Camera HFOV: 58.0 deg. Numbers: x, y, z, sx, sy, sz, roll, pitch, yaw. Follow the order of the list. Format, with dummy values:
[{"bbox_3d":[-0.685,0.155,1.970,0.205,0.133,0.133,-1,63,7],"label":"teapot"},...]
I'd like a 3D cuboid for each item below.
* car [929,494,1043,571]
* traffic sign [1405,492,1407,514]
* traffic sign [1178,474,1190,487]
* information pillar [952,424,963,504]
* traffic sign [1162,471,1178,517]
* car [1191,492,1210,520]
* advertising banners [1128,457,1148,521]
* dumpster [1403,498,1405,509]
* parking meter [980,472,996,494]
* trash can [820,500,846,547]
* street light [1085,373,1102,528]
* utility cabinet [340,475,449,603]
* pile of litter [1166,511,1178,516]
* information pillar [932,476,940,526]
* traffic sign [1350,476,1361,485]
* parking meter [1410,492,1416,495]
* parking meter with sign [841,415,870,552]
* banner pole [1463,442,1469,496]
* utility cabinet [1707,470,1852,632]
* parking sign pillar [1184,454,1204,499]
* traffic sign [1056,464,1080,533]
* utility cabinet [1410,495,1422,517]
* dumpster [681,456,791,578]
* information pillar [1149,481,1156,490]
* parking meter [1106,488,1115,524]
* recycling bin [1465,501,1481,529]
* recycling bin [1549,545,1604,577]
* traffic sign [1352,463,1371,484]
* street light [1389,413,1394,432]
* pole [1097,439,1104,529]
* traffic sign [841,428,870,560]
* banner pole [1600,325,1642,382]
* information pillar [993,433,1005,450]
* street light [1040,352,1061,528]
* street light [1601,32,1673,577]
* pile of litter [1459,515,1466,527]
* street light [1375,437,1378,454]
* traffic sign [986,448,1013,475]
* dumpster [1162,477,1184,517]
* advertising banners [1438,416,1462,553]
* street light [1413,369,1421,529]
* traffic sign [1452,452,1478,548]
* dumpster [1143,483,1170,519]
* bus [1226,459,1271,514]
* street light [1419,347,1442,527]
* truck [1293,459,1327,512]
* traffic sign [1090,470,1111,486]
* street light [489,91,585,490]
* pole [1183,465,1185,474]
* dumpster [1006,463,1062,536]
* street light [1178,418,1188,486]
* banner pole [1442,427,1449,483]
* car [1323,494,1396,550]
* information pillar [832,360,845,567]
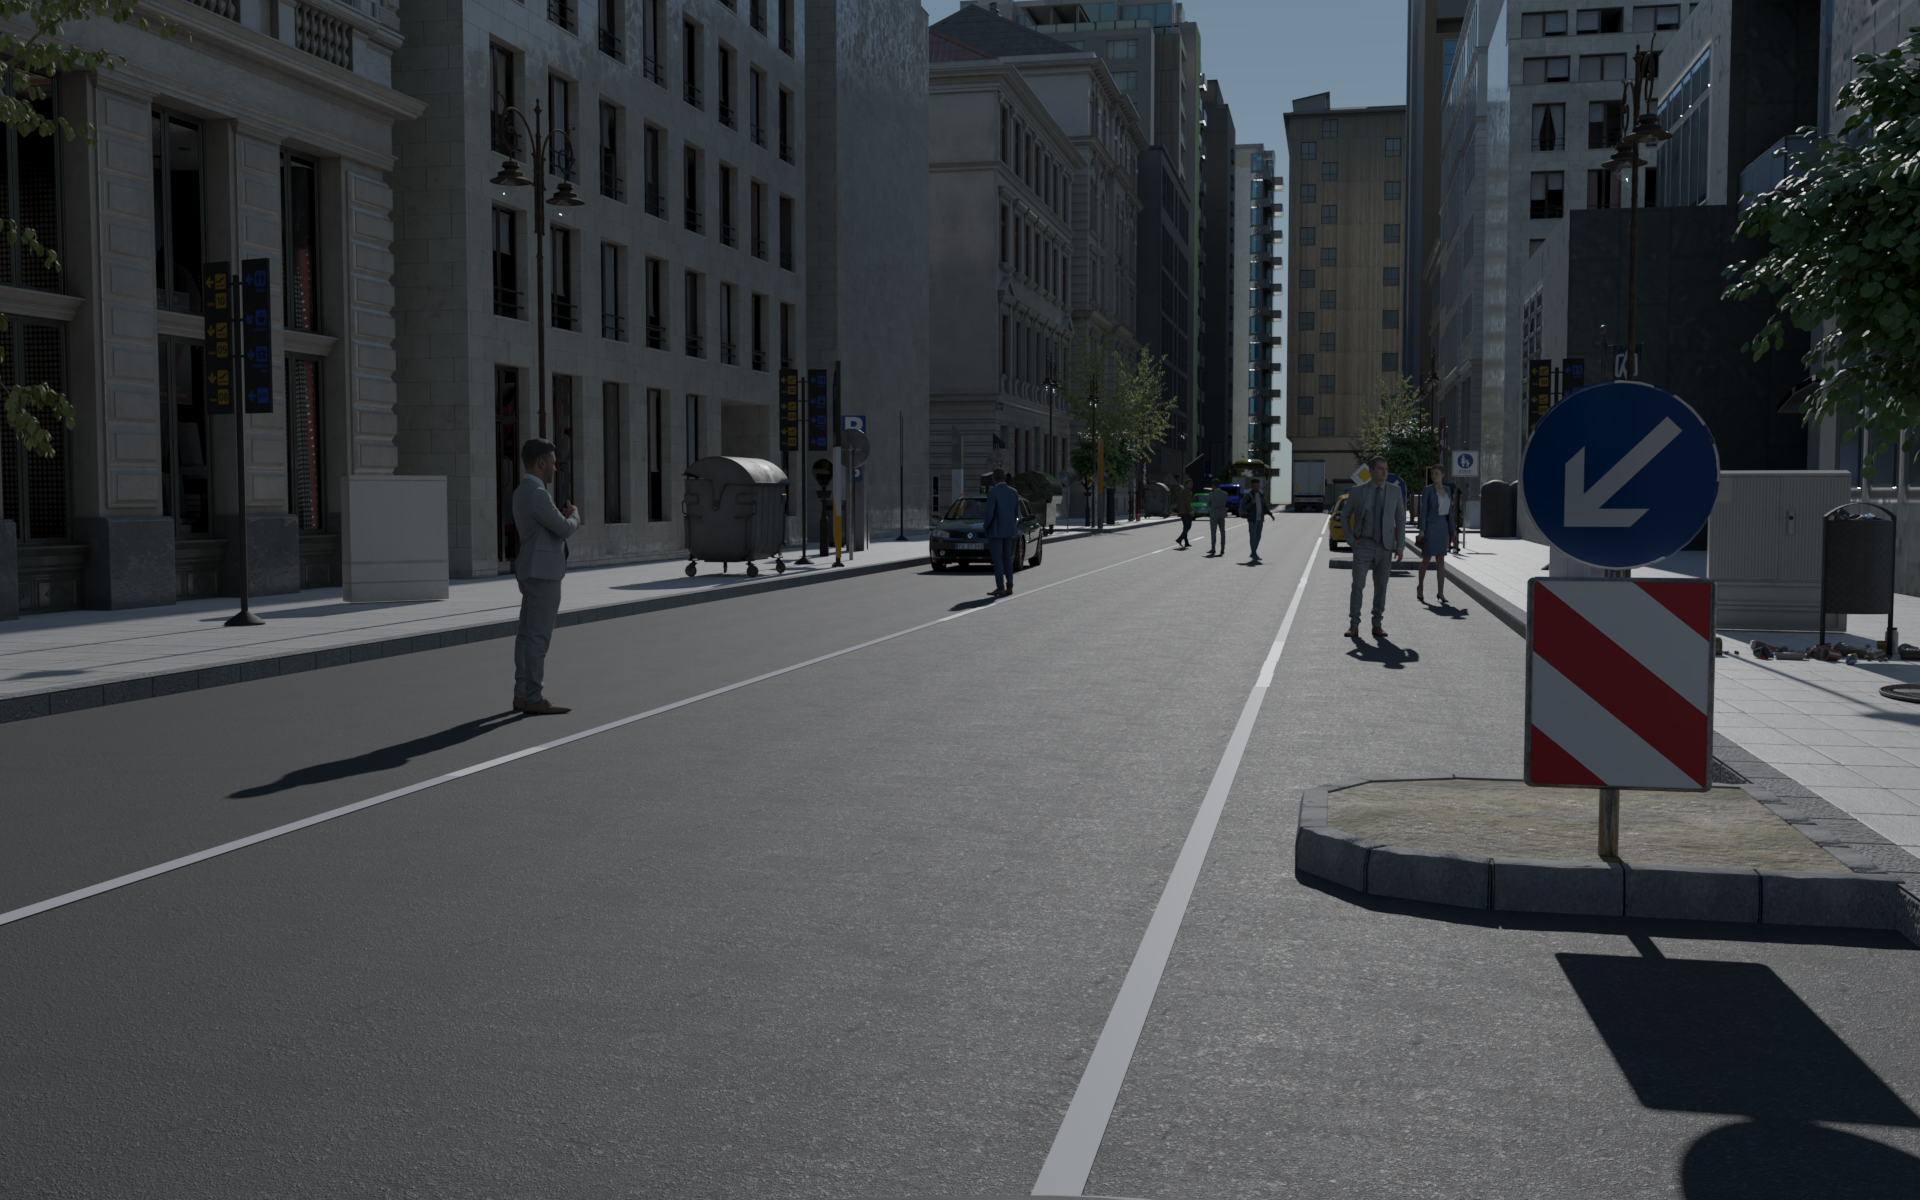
[{"bbox_3d":[0.545,-1.455,33.573,2.009,1.686,4.222,1,4,10],"label":"car"},{"bbox_3d":[21.417,-5.080,83.171,0.768,2.556,0.104,1,4,15],"label":"traffic sign"},{"bbox_3d":[14.038,-6.644,108.727,0.768,2.556,0.104,1,4,21],"label":"traffic sign"},{"bbox_3d":[-0.092,-4.074,57.963,0.183,3.616,0.504,-3,5,-42],"label":"information pillar"},{"bbox_3d":[11.609,-5.861,95.830,0.884,2.594,0.081,1,4,16],"label":"traffic sign"},{"bbox_3d":[13.405,-5.238,94.437,1.959,1.807,4.718,1,4,12],"label":"car"},{"bbox_3d":[8.416,-5.238,81.823,0.090,3.025,2.074,2,4,31],"label":"advertising banners"},{"bbox_3d":[23.963,-5.492,95.561,1.264,1.857,1.865,1,4,12],"label":"dumpster"},{"bbox_3d":[0.746,-2.449,45.748,0.399,1.863,0.255,-3,5,-39],"label":"parking meter"},{"bbox_3d":[-3.038,-1.860,42.067,0.748,1.137,0.748,0,3,0],"label":"trash can"},{"bbox_3d":[5.100,-5.711,66.171,0.468,5.910,1.993,1,4,12],"label":"street light"},{"bbox_3d":[-6.712,-0.728,20.577,1.173,1.500,0.318,-3,4,-38],"label":"utility cabinet"},{"bbox_3d":[12.146,-5.292,100.492,1.176,0.858,1.719,2,4,24],"label":"pile of litter"},{"bbox_3d":[-0.970,-3.963,69.286,0.304,2.012,0.304,0,4,-1],"label":"information pillar"},{"bbox_3d":[14.598,-3.635,63.075,0.795,2.450,0.064,1,4,12],"label":"traffic sign"},{"bbox_3d":[26.313,-5.636,100.564,0.372,1.533,0.369,0,3,0],"label":"parking meter"},{"bbox_3d":[-2.327,-2.628,39.232,0.543,3.016,1.738,0,4,2],"label":"parking meter with sign"},{"bbox_3d":[24.360,-5.712,83.404,0.401,3.779,0.863,2,4,33],"label":"banner pole"},{"bbox_3d":[7.604,-0.455,16.120,1.173,1.500,0.318,1,4,20],"label":"utility cabinet"},{"bbox_3d":[15.603,-7.785,115.755,1.447,3.967,1.447,-1,4,-20],"label":"parking sign pillar"},{"bbox_3d":[3.574,-3.283,57.321,0.795,2.450,0.064,1,4,12],"label":"traffic sign"},{"bbox_3d":[26.024,-5.314,98.038,1.020,1.237,0.306,0,4,-7],"label":"utility cabinet"},{"bbox_3d":[-3.542,-1.320,27.347,1.264,1.857,1.865,1,4,12],"label":"dumpster"},{"bbox_3d":[11.021,-5.788,99.130,0.304,2.012,0.304,0,4,-6],"label":"information pillar"},{"bbox_3d":[6.417,-3.994,73.710,0.372,1.533,0.369,0,3,0],"label":"parking meter"},{"bbox_3d":[19.237,-3.169,64.368,0.722,1.027,0.722,0,4,3],"label":"recycling bin"},{"bbox_3d":[8.872,-0.735,24.566,0.722,1.027,0.722,-2,4,-31],"label":"recycling bin"},{"bbox_3d":[12.895,-3.158,55.273,0.795,2.450,0.064,1,4,12],"label":"traffic sign"},{"bbox_3d":[24.586,-7.727,99.120,0.468,5.910,1.993,1,4,12],"label":"street light"},{"bbox_3d":[5.221,-4.313,64.368,0.158,3.312,0.155,0,3,0],"label":"pole"},{"bbox_3d":[-2.115,-2.047,33.581,0.768,2.556,0.104,1,4,18],"label":"traffic sign"},{"bbox_3d":[9.682,-2.176,25.595,0.401,3.779,0.863,-2,4,-35],"label":"banner pole"},{"bbox_3d":[1.466,-4.545,65.662,0.504,3.616,0.183,0,4,7],"label":"information pillar"},{"bbox_3d":[2.963,-5.122,56.540,0.468,5.910,1.993,1,4,12],"label":"street light"},{"bbox_3d":[6.967,-2.764,17.976,0.468,5.910,1.993,1,4,12],"label":"street light"},{"bbox_3d":[19.213,-3.253,67.153,1.176,0.858,1.719,-2,4,-34],"label":"pile of litter"},{"bbox_3d":[32.548,-9.949,135.447,0.468,5.910,1.993,1,4,12],"label":"street light"},{"bbox_3d":[1.105,-2.953,48.389,0.768,2.556,0.104,1,4,13],"label":"traffic sign"},{"bbox_3d":[11.997,-5.857,98.255,1.502,2.255,1.985,1,4,12],"label":"dumpster"},{"bbox_3d":[10.831,-2.579,38.348,0.090,3.025,2.074,0,4,3],"label":"advertising banners"},{"bbox_3d":[16.707,-5.512,62.903,0.468,5.910,1.993,1,4,12],"label":"street light"},{"bbox_3d":[11.901,-2.368,40.844,0.606,2.300,0.079,1,4,17],"label":"traffic sign"},{"bbox_3d":[10.292,-5.200,90.785,1.264,1.857,1.865,1,4,12],"label":"dumpster"},{"bbox_3d":[21.057,-8.199,125.593,2.896,3.916,12.252,1,4,12],"label":"bus"},{"bbox_3d":[14.832,-4.994,54.444,0.468,5.910,1.993,1,4,12],"label":"street light"},{"bbox_3d":[29.254,-9.540,144.889,2.839,4.237,11.283,1,4,12],"label":"truck"},{"bbox_3d":[5.277,-3.760,65.123,0.795,2.450,0.064,1,4,12],"label":"traffic sign"},{"bbox_3d":[-4.933,-2.913,20.411,0.468,5.910,1.993,1,4,12],"label":"street light"},{"bbox_3d":[15.603,-7.774,120.942,0.158,3.312,0.155,0,3,0],"label":"pole"},{"bbox_3d":[2.279,-3.130,53.668,1.502,2.255,1.985,1,4,12],"label":"dumpster"},{"bbox_3d":[13.337,-8.008,103.720,0.468,5.910,1.993,1,4,12],"label":"street light"},{"bbox_3d":[17.980,-4.541,64.259,0.401,3.779,0.863,2,4,33],"label":"banner pole"},{"bbox_3d":[10.591,-2.167,45.647,2.015,1.641,3.980,1,4,11],"label":"car"},{"bbox_3d":[-2.171,-2.400,30.591,0.183,3.616,0.504,-1,4,-11],"label":"information pillar"}]
